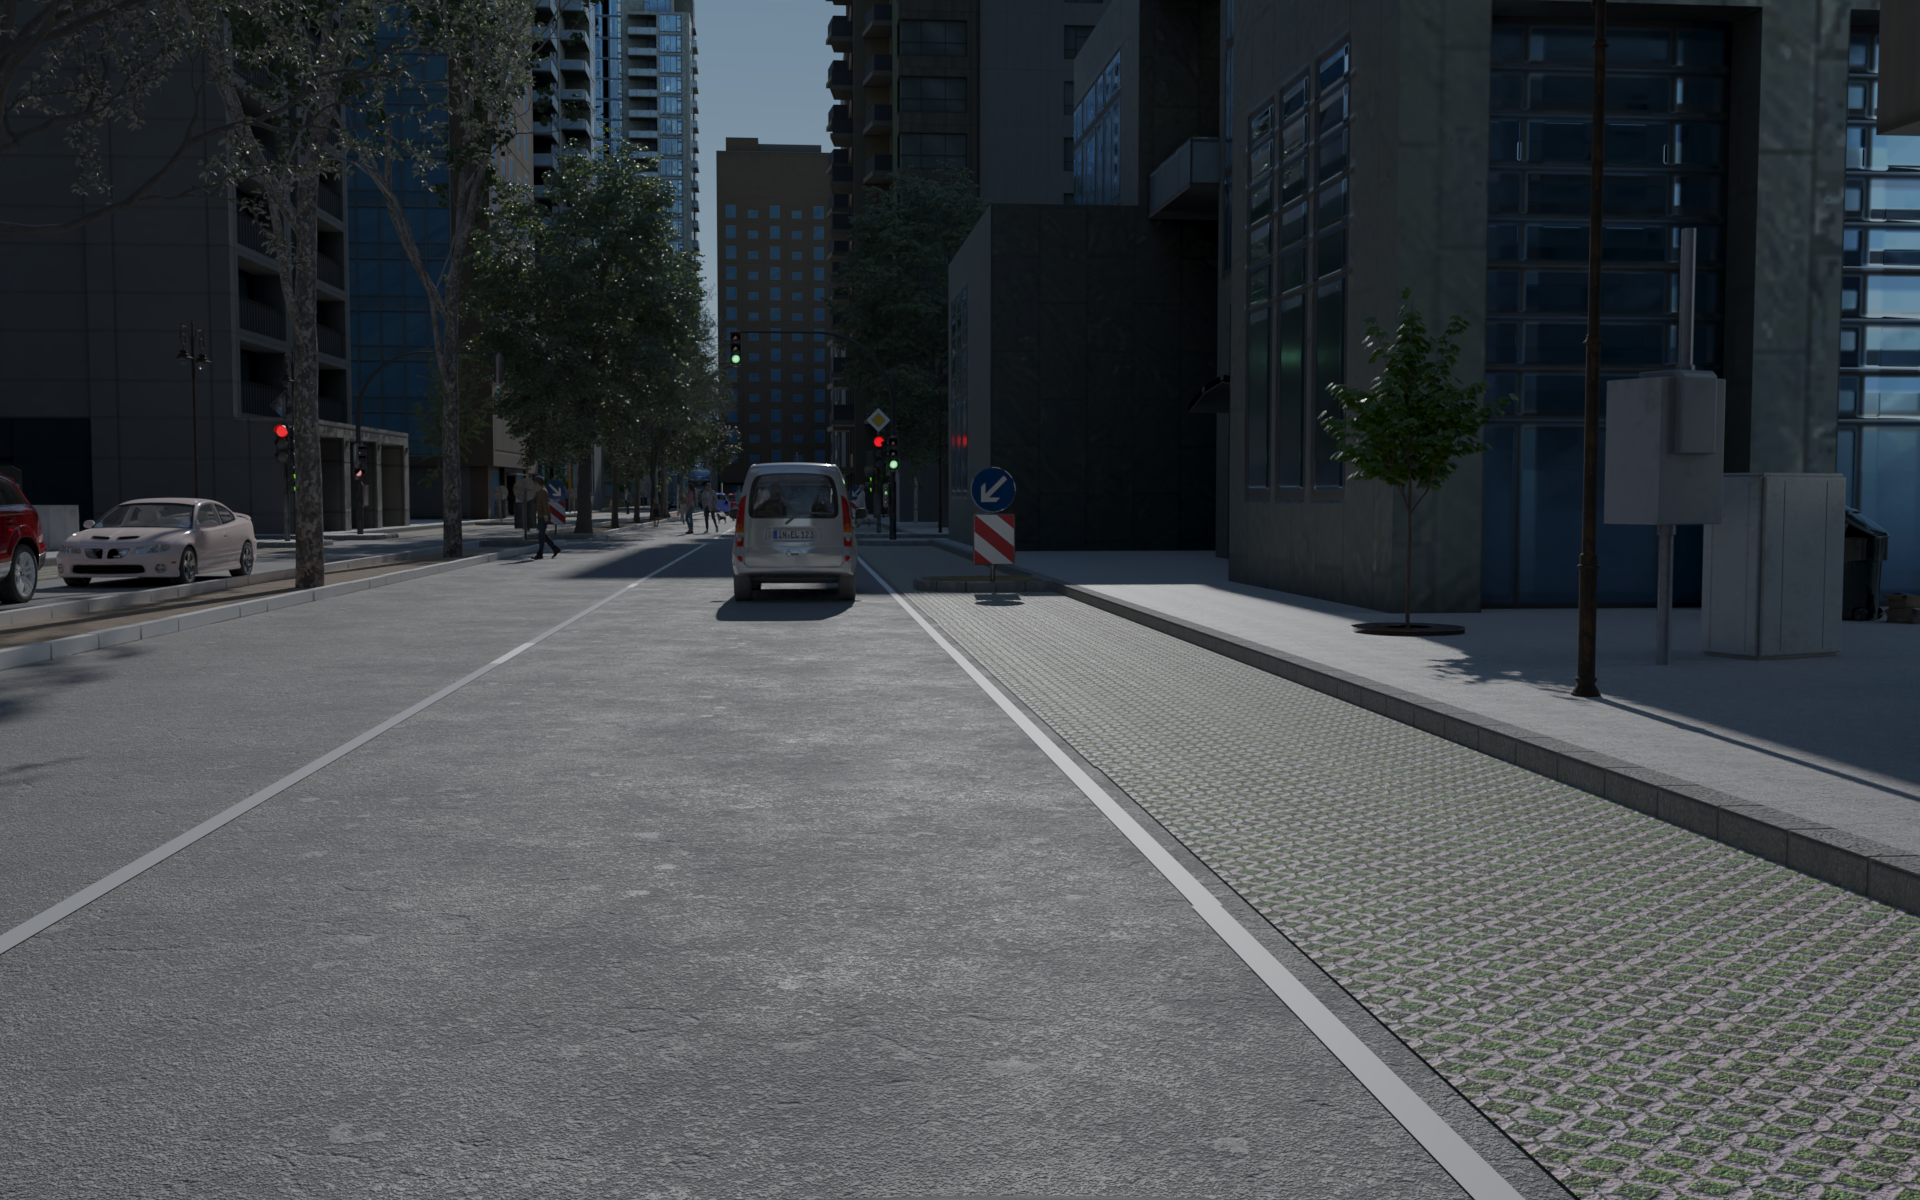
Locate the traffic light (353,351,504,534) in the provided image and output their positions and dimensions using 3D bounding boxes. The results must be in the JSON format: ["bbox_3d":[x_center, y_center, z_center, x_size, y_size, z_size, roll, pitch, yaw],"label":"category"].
[{"bbox_3d":[-16.990,-4.928,55.234,4.771,5.953,1.251,0,4,-5],"label":"traffic light"}]

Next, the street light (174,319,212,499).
[{"bbox_3d":[-20.258,-4.469,45.862,0.468,5.910,1.993,0,4,-5],"label":"street light"}]

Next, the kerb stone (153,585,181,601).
[{"bbox_3d":[-10.845,-0.079,23.486,0.120,0.150,1.000,0,4,-5],"label":"kerb stone"}]

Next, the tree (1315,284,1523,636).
[{"bbox_3d":[4.152,-1.319,16.172,1.663,3.219,1.824,0,3,0],"label":"tree"}]

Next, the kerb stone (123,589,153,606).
[{"bbox_3d":[-10.748,-0.017,22.467,0.120,0.150,1.000,0,4,-5],"label":"kerb stone"}]

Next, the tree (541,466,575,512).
[{"bbox_3d":[-28.637,-7.913,123.975,1.663,3.219,1.824,0,3,0],"label":"tree"}]

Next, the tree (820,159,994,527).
[{"bbox_3d":[-0.448,-9.770,66.394,9.857,13.997,8.962,0,3,0],"label":"tree"}]

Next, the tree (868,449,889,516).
[{"bbox_3d":[-3.712,-7.181,101.129,4.285,4.588,4.351,0,3,0],"label":"tree"}]

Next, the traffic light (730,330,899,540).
[{"bbox_3d":[-3.989,-4.503,48.296,4.771,5.953,1.251,0,4,-5],"label":"traffic light"}]

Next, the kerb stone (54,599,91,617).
[{"bbox_3d":[-10.550,0.108,20.424,0.120,0.150,1.000,0,4,-5],"label":"kerb stone"}]

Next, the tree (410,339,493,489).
[{"bbox_3d":[-24.467,-8.113,83.013,4.737,8.622,4.395,0,3,0],"label":"tree"}]

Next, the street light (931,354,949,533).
[{"bbox_3d":[-0.652,-5.169,57.306,0.468,5.910,1.993,0,4,-5],"label":"street light"}]

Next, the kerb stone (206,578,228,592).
[{"bbox_3d":[-11.043,-0.203,25.522,0.120,0.150,1.000,0,4,-5],"label":"kerb stone"}]

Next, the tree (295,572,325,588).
[{"bbox_3d":[-11.236,-10.292,26.626,12.611,20.169,13.585,0,3,0],"label":"tree"}]

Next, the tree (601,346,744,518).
[{"bbox_3d":[-17.921,-11.318,104.510,9.611,12.733,9.660,0,3,0],"label":"tree"}]

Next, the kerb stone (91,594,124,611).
[{"bbox_3d":[-10.645,0.050,21.449,0.120,0.150,1.000,0,4,-5],"label":"kerb stone"}]

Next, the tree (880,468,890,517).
[{"bbox_3d":[-3.922,-6.289,97.423,1.663,3.219,1.824,0,3,0],"label":"tree"}]

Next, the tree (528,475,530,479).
[{"bbox_3d":[-27.142,-9.445,104.789,4.737,8.622,4.395,0,3,0],"label":"tree"}]

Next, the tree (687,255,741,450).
[{"bbox_3d":[-14.299,-9.703,71.464,12.009,13.543,11.850,0,3,0],"label":"tree"}]

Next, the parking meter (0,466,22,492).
[{"bbox_3d":[-19.529,-1.833,35.683,0.255,1.863,0.399,0,4,1],"label":"parking meter"}]

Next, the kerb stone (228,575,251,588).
[{"bbox_3d":[-11.137,-0.265,26.554,0.120,0.150,1.000,0,4,-5],"label":"kerb stone"}]

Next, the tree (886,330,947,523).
[{"bbox_3d":[-1.720,-7.657,75.559,4.737,8.622,4.395,0,3,0],"label":"tree"}]

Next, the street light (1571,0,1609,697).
[{"bbox_3d":[3.983,-2.328,10.844,0.468,5.910,1.993,0,4,-5],"label":"street light"}]

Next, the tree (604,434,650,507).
[{"bbox_3d":[-32.352,-15.215,166.892,7.486,12.596,7.792,0,3,0],"label":"tree"}]

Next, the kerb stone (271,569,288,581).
[{"bbox_3d":[-11.339,-0.391,28.591,0.120,0.150,1.000,0,4,-5],"label":"kerb stone"}]

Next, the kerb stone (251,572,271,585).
[{"bbox_3d":[-11.231,-0.329,27.572,0.120,0.150,1.000,0,4,-5],"label":"kerb stone"}]

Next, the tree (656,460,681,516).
[{"bbox_3d":[-18.483,-9.815,113.290,4.360,8.622,3.978,0,3,0],"label":"tree"}]

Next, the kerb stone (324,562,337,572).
[{"bbox_3d":[-11.630,-0.578,31.647,0.120,0.150,1.000,0,4,-5],"label":"kerb stone"}]

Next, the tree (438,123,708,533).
[{"bbox_3d":[-13.237,-9.259,60.489,9.857,13.997,8.962,0,3,0],"label":"tree"}]

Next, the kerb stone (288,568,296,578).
[{"bbox_3d":[-11.433,-0.454,29.611,0.120,0.150,1.000,0,4,-5],"label":"kerb stone"}]

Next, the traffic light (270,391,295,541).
[{"bbox_3d":[-18.300,-3.555,47.051,0.839,4.253,0.868,0,4,-5],"label":"traffic light"}]

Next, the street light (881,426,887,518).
[{"bbox_3d":[-4.152,-7.401,93.801,0.468,5.910,1.993,0,4,-5],"label":"street light"}]

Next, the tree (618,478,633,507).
[{"bbox_3d":[-33.616,-10.951,173.655,1.663,3.219,1.824,0,3,0],"label":"tree"}]

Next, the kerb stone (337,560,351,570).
[{"bbox_3d":[-11.729,-0.640,32.664,0.120,0.150,1.000,0,4,-5],"label":"kerb stone"}]

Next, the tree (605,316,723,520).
[{"bbox_3d":[-16.760,-10.186,94.758,9.928,11.665,9.643,0,3,0],"label":"tree"}]

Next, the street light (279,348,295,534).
[{"bbox_3d":[-21.158,-5.031,55.045,0.468,5.910,1.993,0,4,-5],"label":"street light"}]

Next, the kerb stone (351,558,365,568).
[{"bbox_3d":[-11.819,-0.703,33.696,0.120,0.150,1.000,0,4,-5],"label":"kerb stone"}]

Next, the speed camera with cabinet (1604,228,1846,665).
[{"bbox_3d":[5.967,-1.170,13.459,2.038,3.252,0.660,-2,4,-26],"label":"speed camera with cabinet"}]

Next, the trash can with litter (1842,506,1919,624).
[{"bbox_3d":[9.319,-0.375,17.513,0.624,1.170,1.055,-3,5,-39],"label":"trash can with litter"}]

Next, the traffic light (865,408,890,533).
[{"bbox_3d":[-2.679,-4.139,56.585,0.839,4.253,0.868,0,4,-5],"label":"traffic light"}]

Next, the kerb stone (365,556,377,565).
[{"bbox_3d":[-11.923,-0.766,34.712,0.120,0.150,1.000,0,4,-5],"label":"kerb stone"}]

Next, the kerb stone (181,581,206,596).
[{"bbox_3d":[-10.938,-0.141,24.505,0.120,0.150,1.000,0,4,-5],"label":"kerb stone"}]

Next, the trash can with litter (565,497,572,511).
[{"bbox_3d":[-29.192,-7.144,128.198,1.055,1.170,0.624,-1,4,-17],"label":"trash can with litter"}]

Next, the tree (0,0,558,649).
[{"bbox_3d":[-8.741,-6.226,14.624,12.009,13.543,11.850,0,3,0],"label":"tree"}]

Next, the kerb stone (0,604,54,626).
[{"bbox_3d":[-10.454,0.171,19.398,0.120,0.150,1.000,0,4,-5],"label":"kerb stone"}]
